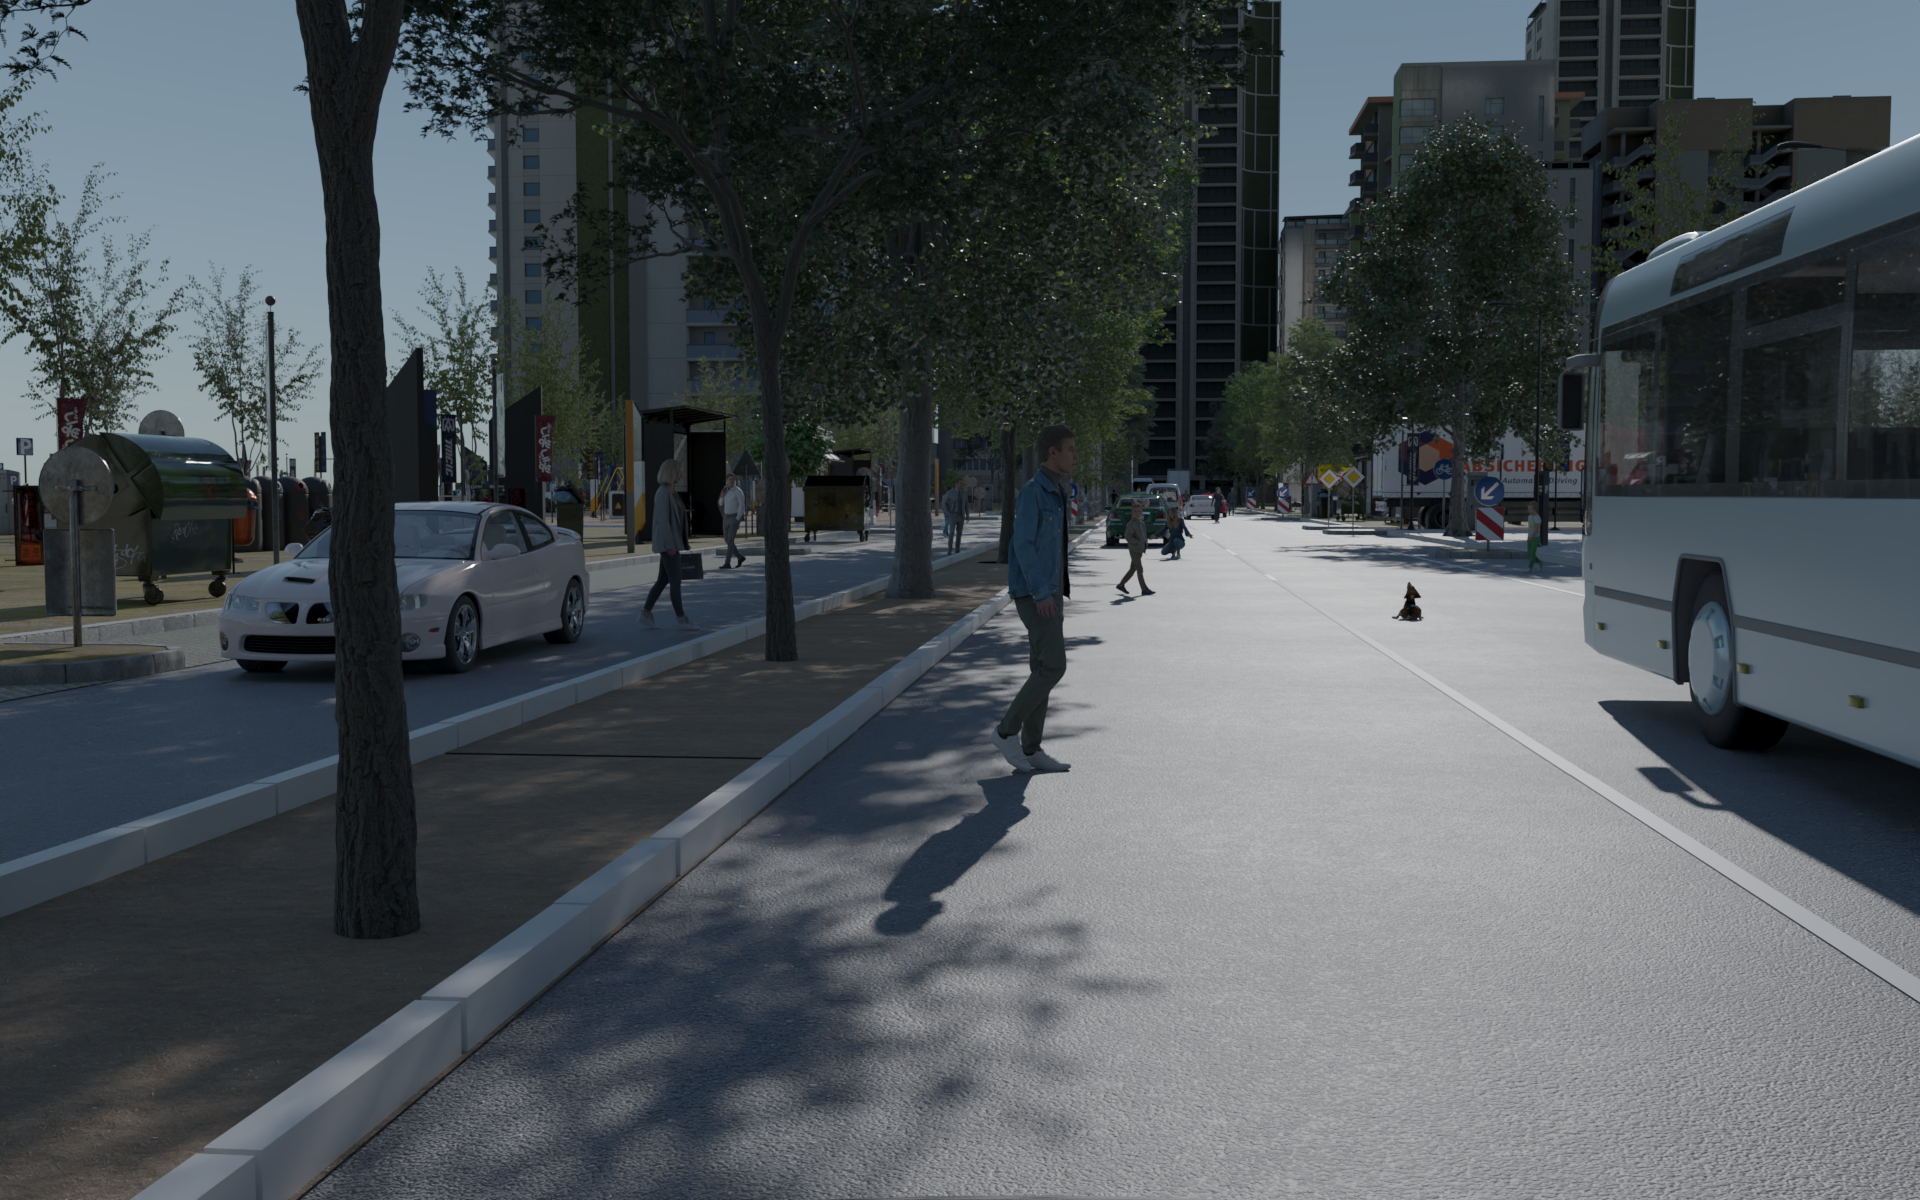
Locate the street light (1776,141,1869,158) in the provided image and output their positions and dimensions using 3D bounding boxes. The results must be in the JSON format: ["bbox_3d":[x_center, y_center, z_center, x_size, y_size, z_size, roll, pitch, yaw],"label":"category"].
[{"bbox_3d":[11.454,-3.082,22.931,1.470,5.913,1.316,0,4,6],"label":"street light"}]

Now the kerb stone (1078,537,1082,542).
[{"bbox_3d":[3.283,-1.618,48.721,0.120,0.150,1.000,0,4,6],"label":"kerb stone"}]

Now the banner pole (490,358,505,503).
[{"bbox_3d":[-8.469,-2.556,31.812,0.401,3.779,0.863,-2,4,-30],"label":"banner pole"}]

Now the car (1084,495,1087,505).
[{"bbox_3d":[14.452,-11.500,200.393,2.083,1.381,4.827,0,4,5],"label":"car"}]

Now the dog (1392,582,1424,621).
[{"bbox_3d":[5.113,0.015,19.947,0.748,0.427,0.550,-3,4,-37],"label":"dog"}]

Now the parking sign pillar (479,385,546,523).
[{"bbox_3d":[-11.012,-3.339,43.066,1.447,3.967,1.447,0,4,-4],"label":"parking sign pillar"}]

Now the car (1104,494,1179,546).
[{"bbox_3d":[5.112,-2.274,48.976,2.131,1.459,4.920,0,4,8],"label":"car"}]

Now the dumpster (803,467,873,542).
[{"bbox_3d":[-3.666,-2.872,51.912,1.985,2.255,1.502,0,4,7],"label":"dumpster"}]

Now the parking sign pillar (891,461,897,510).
[{"bbox_3d":[-5.206,-9.435,142.741,1.447,3.967,1.447,1,4,10],"label":"parking sign pillar"}]

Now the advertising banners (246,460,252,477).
[{"bbox_3d":[-36.633,-5.626,88.168,0.090,3.025,2.074,1,4,12],"label":"advertising banners"}]

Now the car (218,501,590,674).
[{"bbox_3d":[-4.734,-0.186,15.401,2.083,1.381,4.827,0,4,5],"label":"car"}]

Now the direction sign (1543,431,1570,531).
[{"bbox_3d":[20.961,-4.215,60.913,0.876,3.537,0.379,1,4,17],"label":"direction sign"}]

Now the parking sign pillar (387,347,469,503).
[{"bbox_3d":[-10.331,-2.691,32.471,1.447,3.967,1.447,3,5,40],"label":"parking sign pillar"}]

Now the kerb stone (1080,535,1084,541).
[{"bbox_3d":[3.494,-1.742,50.765,0.120,0.150,1.000,0,4,6],"label":"kerb stone"}]

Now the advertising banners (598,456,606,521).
[{"bbox_3d":[-16.853,-5.217,81.493,0.090,3.025,2.074,0,4,-3],"label":"advertising banners"}]

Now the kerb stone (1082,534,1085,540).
[{"bbox_3d":[3.599,-1.810,51.786,0.120,0.150,1.000,0,4,6],"label":"kerb stone"}]

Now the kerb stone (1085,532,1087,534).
[{"bbox_3d":[3.806,-1.934,53.819,0.120,0.150,1.000,0,4,6],"label":"kerb stone"}]

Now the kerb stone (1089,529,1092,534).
[{"bbox_3d":[4.342,-2.246,58.910,0.120,0.150,1.000,0,4,6],"label":"kerb stone"}]

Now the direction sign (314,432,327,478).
[{"bbox_3d":[-23.320,-4.356,63.216,0.876,3.537,0.379,3,5,44],"label":"direction sign"}]

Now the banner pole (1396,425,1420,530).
[{"bbox_3d":[16.148,-4.426,62.375,0.863,3.779,0.401,0,4,-6],"label":"banner pole"}]

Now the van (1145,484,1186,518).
[{"bbox_3d":[8.332,-3.945,71.505,2.013,2.044,4.112,0,4,5],"label":"van"}]

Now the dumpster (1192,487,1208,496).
[{"bbox_3d":[29.566,-12.746,213.342,1.985,2.255,1.502,0,4,6],"label":"dumpster"}]

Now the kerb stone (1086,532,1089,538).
[{"bbox_3d":[3.922,-1.995,54.835,0.120,0.150,1.000,0,4,6],"label":"kerb stone"}]

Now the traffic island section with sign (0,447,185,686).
[{"bbox_3d":[-7.390,-0.317,13.803,1.989,1.847,2.006,0,4,6],"label":"traffic island section with sign"}]

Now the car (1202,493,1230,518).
[{"bbox_3d":[15.639,-6.016,107.405,2.155,1.783,4.494,0,4,7],"label":"car"}]

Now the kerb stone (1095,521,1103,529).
[{"bbox_3d":[6.094,-3.281,75.837,0.120,0.150,1.000,0,4,6],"label":"kerb stone"}]

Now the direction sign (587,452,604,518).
[{"bbox_3d":[-19.523,-6.160,92.718,0.876,3.537,0.379,0,4,-5],"label":"direction sign"}]

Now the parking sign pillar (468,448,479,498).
[{"bbox_3d":[-27.394,-6.692,97.891,1.447,3.967,1.447,1,4,10],"label":"parking sign pillar"}]

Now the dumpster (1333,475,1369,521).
[{"bbox_3d":[18.741,-4.929,83.085,1.502,2.255,1.985,0,4,6],"label":"dumpster"}]

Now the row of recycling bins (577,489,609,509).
[{"bbox_3d":[-31.787,-8.725,149.769,3.534,1.692,1.069,1,4,17],"label":"row of recycling bins"}]

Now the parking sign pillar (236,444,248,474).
[{"bbox_3d":[-38.383,-6.375,92.704,1.447,3.967,1.447,-2,4,-27],"label":"parking sign pillar"}]

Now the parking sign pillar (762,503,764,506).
[{"bbox_3d":[-9.294,-5.972,86.121,1.447,3.967,1.447,-1,4,-9],"label":"parking sign pillar"}]

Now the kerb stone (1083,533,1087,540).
[{"bbox_3d":[3.710,-1.872,52.802,0.120,0.150,1.000,0,4,6],"label":"kerb stone"}]

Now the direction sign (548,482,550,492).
[{"bbox_3d":[-35.247,-9.588,148.760,0.379,3.537,0.876,-2,4,-29],"label":"direction sign"}]

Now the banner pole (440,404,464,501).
[{"bbox_3d":[-13.971,-3.538,47.863,0.401,3.779,0.863,3,5,44],"label":"banner pole"}]

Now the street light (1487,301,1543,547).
[{"bbox_3d":[13.404,-4.239,41.844,1.470,5.913,1.316,0,4,6],"label":"street light"}]

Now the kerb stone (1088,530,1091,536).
[{"bbox_3d":[4.130,-2.121,56.877,0.120,0.150,1.000,0,4,6],"label":"kerb stone"}]

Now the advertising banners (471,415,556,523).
[{"bbox_3d":[-9.714,-2.546,37.822,2.074,3.025,0.090,-3,5,-43],"label":"advertising banners"}]

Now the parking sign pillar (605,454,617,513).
[{"bbox_3d":[-23.229,-7.789,115.824,1.447,3.967,1.447,-1,4,-18],"label":"parking sign pillar"}]

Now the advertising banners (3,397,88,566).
[{"bbox_3d":[-16.738,-2.132,31.039,2.074,3.025,0.090,-2,4,-29],"label":"advertising banners"}]

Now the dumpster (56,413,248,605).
[{"bbox_3d":[-9.699,-1.113,20.688,1.502,2.255,1.985,0,4,6],"label":"dumpster"}]

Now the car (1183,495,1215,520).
[{"bbox_3d":[13.712,-5.261,98.382,2.083,1.381,4.827,0,4,4],"label":"car"}]

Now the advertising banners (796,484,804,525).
[{"bbox_3d":[-6.176,-4.689,72.847,2.074,3.025,0.090,-3,5,-41],"label":"advertising banners"}]

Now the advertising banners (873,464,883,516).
[{"bbox_3d":[-4.790,-6.289,99.009,0.090,3.025,2.074,1,4,18],"label":"advertising banners"}]

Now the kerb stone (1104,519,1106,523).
[{"bbox_3d":[6.624,-3.590,80.926,0.120,0.150,1.000,0,4,6],"label":"kerb stone"}]

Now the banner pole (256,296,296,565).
[{"bbox_3d":[-8.806,-1.966,22.154,0.401,3.779,0.863,-2,4,-28],"label":"banner pole"}]

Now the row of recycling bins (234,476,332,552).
[{"bbox_3d":[-15.646,-1.990,39.650,1.069,1.692,3.534,1,4,13],"label":"row of recycling bins"}]

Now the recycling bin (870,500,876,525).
[{"bbox_3d":[-3.888,-3.615,71.663,0.722,1.027,0.722,0,4,6],"label":"recycling bin"}]

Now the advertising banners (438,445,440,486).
[{"bbox_3d":[-18.987,-3.984,61.333,2.074,3.025,0.090,3,5,39],"label":"advertising banners"}]

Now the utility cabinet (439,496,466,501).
[{"bbox_3d":[-18.741,-3.226,63.901,1.020,1.237,0.306,-3,5,-43],"label":"utility cabinet"}]

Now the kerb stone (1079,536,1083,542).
[{"bbox_3d":[3.388,-1.685,49.740,0.120,0.150,1.000,0,4,6],"label":"kerb stone"}]

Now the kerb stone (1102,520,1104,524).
[{"bbox_3d":[6.300,-3.405,77.874,0.120,0.150,1.000,0,4,6],"label":"kerb stone"}]

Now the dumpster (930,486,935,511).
[{"bbox_3d":[-2.224,-5.643,94.751,1.502,2.255,1.985,0,4,6],"label":"dumpster"}]

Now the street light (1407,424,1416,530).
[{"bbox_3d":[15.496,-5.436,61.420,1.470,5.913,1.316,0,4,6],"label":"street light"}]

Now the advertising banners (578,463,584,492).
[{"bbox_3d":[-22.947,-6.510,102.627,0.090,3.025,2.074,2,4,27],"label":"advertising banners"}]

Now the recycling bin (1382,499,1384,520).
[{"bbox_3d":[21.071,-4.395,84.406,0.722,1.027,0.722,-2,4,-27],"label":"recycling bin"}]
